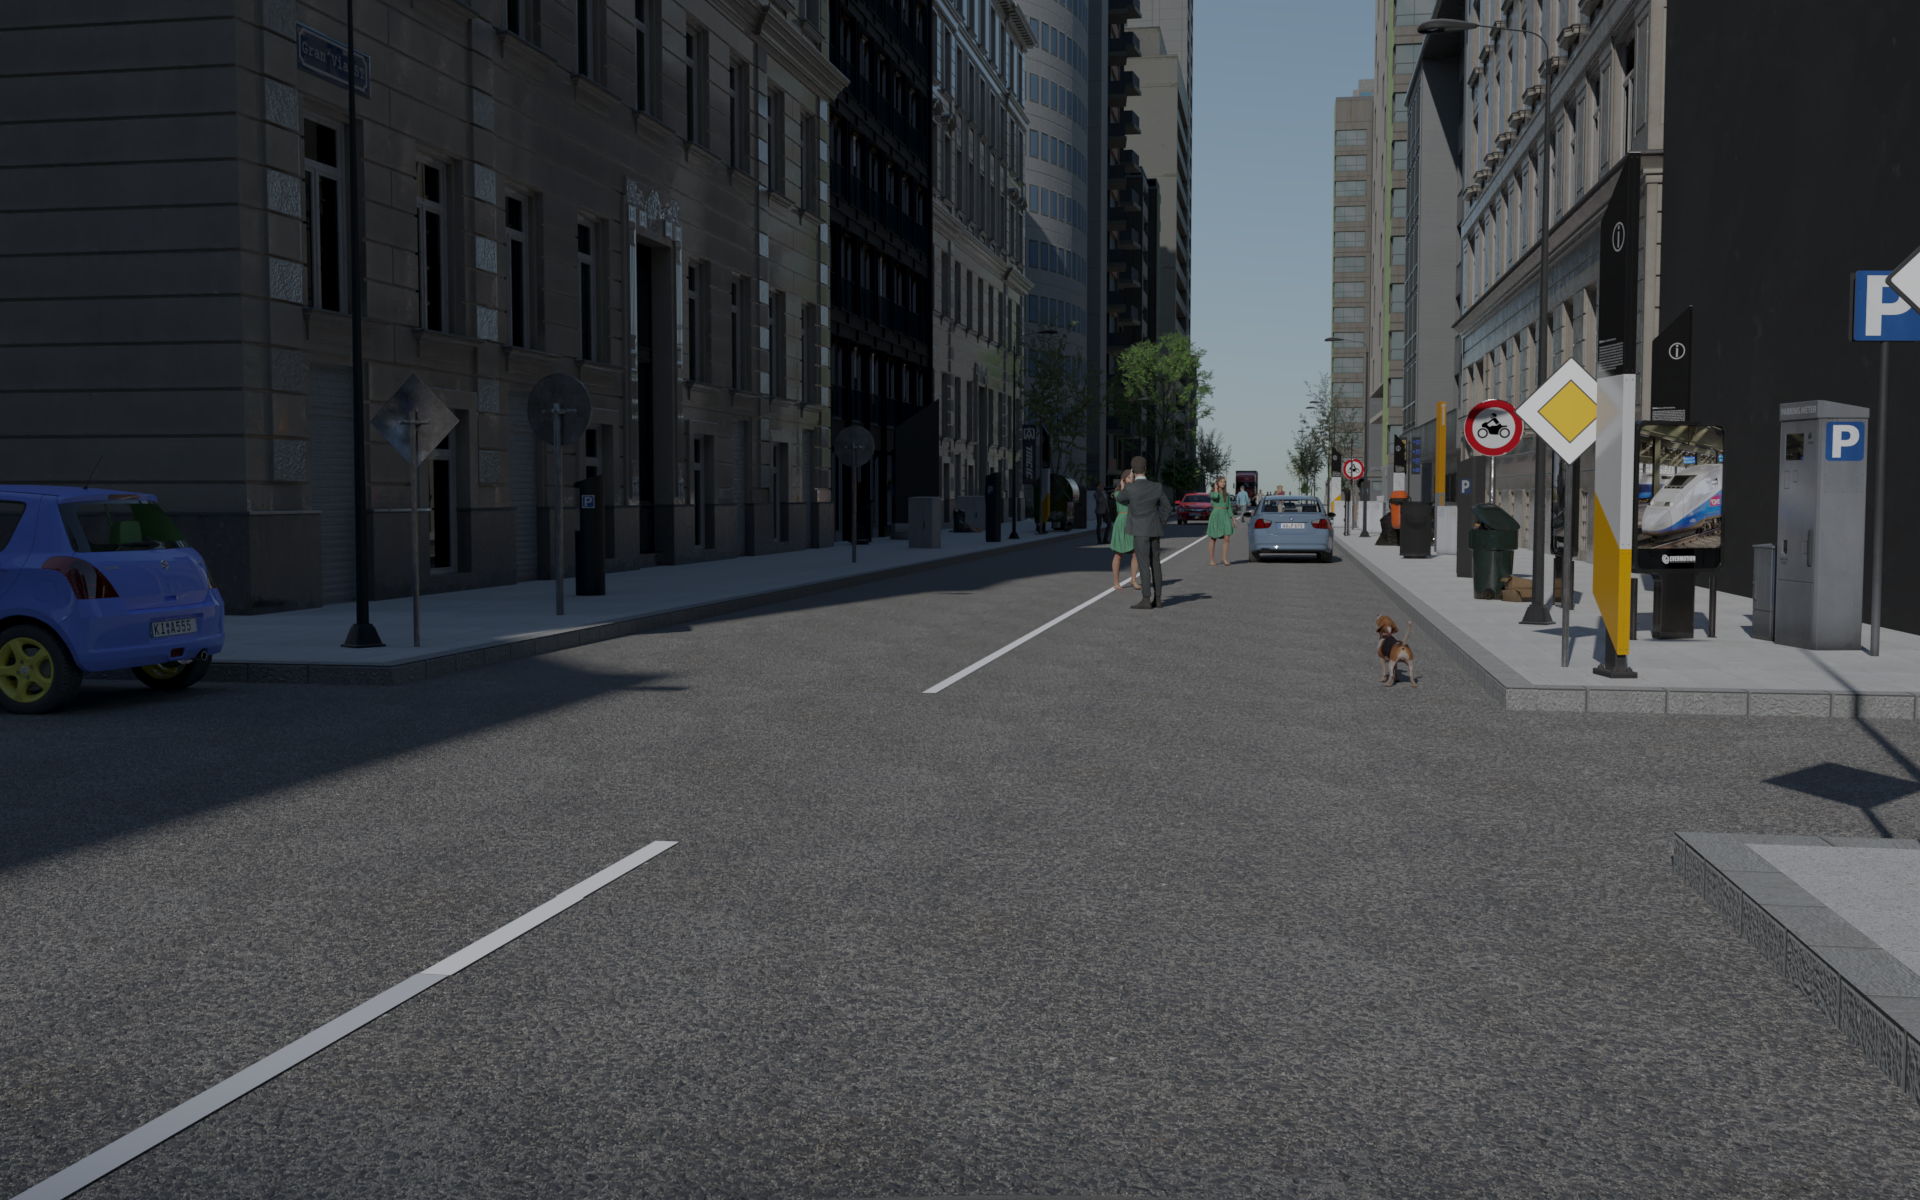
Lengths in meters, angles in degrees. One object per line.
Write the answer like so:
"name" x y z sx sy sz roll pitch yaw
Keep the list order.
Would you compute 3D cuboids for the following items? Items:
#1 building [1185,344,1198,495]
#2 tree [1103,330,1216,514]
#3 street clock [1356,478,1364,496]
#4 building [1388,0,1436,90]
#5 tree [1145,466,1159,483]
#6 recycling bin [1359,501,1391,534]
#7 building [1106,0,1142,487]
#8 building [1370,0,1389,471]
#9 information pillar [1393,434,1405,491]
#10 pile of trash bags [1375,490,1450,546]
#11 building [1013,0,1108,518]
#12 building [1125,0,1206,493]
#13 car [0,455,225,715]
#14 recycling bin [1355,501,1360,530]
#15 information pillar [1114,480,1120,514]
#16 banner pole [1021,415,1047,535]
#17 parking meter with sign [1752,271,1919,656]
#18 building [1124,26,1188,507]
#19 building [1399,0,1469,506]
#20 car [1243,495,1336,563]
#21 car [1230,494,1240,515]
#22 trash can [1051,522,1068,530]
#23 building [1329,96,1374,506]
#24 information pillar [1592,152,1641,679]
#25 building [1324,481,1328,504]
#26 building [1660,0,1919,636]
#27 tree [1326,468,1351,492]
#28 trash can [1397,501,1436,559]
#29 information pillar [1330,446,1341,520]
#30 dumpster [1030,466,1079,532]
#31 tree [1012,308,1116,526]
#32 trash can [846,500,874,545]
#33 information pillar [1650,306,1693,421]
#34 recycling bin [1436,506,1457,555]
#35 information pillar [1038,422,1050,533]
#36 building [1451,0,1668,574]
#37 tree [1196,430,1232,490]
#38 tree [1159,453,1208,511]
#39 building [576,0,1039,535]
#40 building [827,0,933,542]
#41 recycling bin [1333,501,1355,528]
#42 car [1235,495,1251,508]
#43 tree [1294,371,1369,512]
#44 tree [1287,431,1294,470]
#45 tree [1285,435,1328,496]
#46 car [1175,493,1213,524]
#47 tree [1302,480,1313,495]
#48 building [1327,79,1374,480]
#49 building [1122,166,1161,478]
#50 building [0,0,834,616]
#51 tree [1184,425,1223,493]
"building" 14.532 -22.449 212.088 27.650 21.520 28.899 1 4 10
"tree" 12.602 -11.242 109.570 9.928 11.665 9.643 0 3 0
"street clock" 18.264 -4.536 78.736 0.471 2.002 0.358 -1 4 -9
"building" 31.235 -25.338 97.863 14.154 41.232 14.086 1 4 10
"tree" 10.980 -6.706 104.243 1.663 3.219 1.824 0 3 0
"recycling bin" 13.528 -2.667 56.156 0.722 1.027 0.722 3 5 41
"building" 2.136 -29.223 132.416 22.147 44.769 28.867 1 4 10
"building" 42.279 -32.267 116.802 28.713 52.752 27.495 1 4 10
"information pillar" 17.130 -4.665 67.624 0.504 3.616 0.183 -2 4 -25
"pile of trash bags" 11.221 -2.034 43.013 1.912 1.369 3.447 2 4 25
"building" -2.985 -34.368 103.913 21.231 58.520 28.212 1 4 10
"building" 23.003 -48.678 234.136 20.563 71.187 20.611 1 4 10
"car" -7.189 -0.159 12.199 3.694 1.707 1.945 1 4 9
"recycling bin" 14.525 -2.979 61.262 0.722 1.027 0.722 2 4 29
"information pillar" 7.961 -5.078 87.516 0.304 2.012 0.304 -3 5 -40
"banner pole" 2.337 -3.960 54.760 0.863 3.779 0.401 -1 4 -17
"parking meter with sign" 7.209 -1.112 14.443 0.543 3.016 1.738 0 4 -2
"building" 13.083 -34.385 185.901 21.300 48.544 21.600 1 4 10
"building" 25.951 -15.299 69.207 14.314 24.678 30.058 1 4 10
"car" 7.111 -1.552 37.385 2.014 1.417 4.499 1 4 10
"car" 18.076 -6.623 118.080 2.009 1.686 4.222 1 4 9
"trash can" 3.533 -3.035 61.270 0.748 1.137 0.748 0 3 0
"building" 45.863 -30.393 180.514 14.154 41.232 14.086 1 4 10
"information pillar" 4.612 -1.274 12.178 0.183 3.616 0.504 0 4 -1
"building" 64.676 -32.750 227.338 32.217 40.220 23.993 1 4 10
"building" 17.402 -11.557 18.636 15.834 23.373 12.332 1 4 10
"tree" 23.718 -7.013 109.271 1.663 3.219 1.824 0 3 0
"trash can" 9.042 -1.390 34.372 0.748 1.137 0.748 0 3 0
"information pillar" 18.439 -5.725 84.962 0.504 3.616 0.183 -1 4 -12
"dumpster" 3.237 -3.476 59.325 1.502 2.255 1.985 1 4 10
"tree" 3.876 -7.219 68.399 4.737 8.622 4.395 0 3 0
"trash can" -2.540 -1.973 43.911 0.748 1.137 0.748 0 3 0
"information pillar" 8.936 -1.862 21.792 0.183 3.616 0.504 -3 5 -43
"recycling bin" 10.592 -1.474 36.658 0.722 1.027 0.722 -2 4 -25
"information pillar" 2.766 -3.982 56.460 0.183 3.616 0.504 -2 4 -29
"building" 20.579 -12.627 39.741 16.112 22.955 30.059 1 4 10
"tree" 29.312 -15.249 199.691 4.737 8.622 4.395 0 3 0
"tree" 19.859 -10.207 150.605 4.285 4.588 4.351 0 3 0
"building" -4.652 -16.728 70.767 12.463 27.353 25.104 1 4 10
"building" -8.382 -13.523 50.778 12.332 23.373 15.834 1 4 10
"recycling bin" 14.602 -3.247 65.643 0.722 1.027 0.722 2 4 29
"car" 29.184 -10.247 179.893 2.083 1.381 4.827 1 4 10
"tree" 22.194 -9.346 103.176 4.360 8.622 3.978 0 3 0
"tree" 36.803 -14.286 183.934 4.360 8.622 3.978 0 3 0
"tree" 44.361 -16.757 224.342 4.737 8.622 4.395 0 3 0
"car" 11.406 -4.509 82.755 2.155 1.783 4.494 1 4 12
"tree" 43.265 -13.635 217.535 1.663 3.219 1.824 0 3 0
"building" 55.219 -35.569 201.155 23.786 49.044 30.456 1 4 10
"building" 10.167 -23.332 153.182 14.160 30.474 14.107 1 4 10
"building" -10.804 -14.255 30.327 12.463 27.353 25.104 1 4 10
"tree" 27.012 -14.668 190.176 4.360 8.622 3.978 0 3 0
